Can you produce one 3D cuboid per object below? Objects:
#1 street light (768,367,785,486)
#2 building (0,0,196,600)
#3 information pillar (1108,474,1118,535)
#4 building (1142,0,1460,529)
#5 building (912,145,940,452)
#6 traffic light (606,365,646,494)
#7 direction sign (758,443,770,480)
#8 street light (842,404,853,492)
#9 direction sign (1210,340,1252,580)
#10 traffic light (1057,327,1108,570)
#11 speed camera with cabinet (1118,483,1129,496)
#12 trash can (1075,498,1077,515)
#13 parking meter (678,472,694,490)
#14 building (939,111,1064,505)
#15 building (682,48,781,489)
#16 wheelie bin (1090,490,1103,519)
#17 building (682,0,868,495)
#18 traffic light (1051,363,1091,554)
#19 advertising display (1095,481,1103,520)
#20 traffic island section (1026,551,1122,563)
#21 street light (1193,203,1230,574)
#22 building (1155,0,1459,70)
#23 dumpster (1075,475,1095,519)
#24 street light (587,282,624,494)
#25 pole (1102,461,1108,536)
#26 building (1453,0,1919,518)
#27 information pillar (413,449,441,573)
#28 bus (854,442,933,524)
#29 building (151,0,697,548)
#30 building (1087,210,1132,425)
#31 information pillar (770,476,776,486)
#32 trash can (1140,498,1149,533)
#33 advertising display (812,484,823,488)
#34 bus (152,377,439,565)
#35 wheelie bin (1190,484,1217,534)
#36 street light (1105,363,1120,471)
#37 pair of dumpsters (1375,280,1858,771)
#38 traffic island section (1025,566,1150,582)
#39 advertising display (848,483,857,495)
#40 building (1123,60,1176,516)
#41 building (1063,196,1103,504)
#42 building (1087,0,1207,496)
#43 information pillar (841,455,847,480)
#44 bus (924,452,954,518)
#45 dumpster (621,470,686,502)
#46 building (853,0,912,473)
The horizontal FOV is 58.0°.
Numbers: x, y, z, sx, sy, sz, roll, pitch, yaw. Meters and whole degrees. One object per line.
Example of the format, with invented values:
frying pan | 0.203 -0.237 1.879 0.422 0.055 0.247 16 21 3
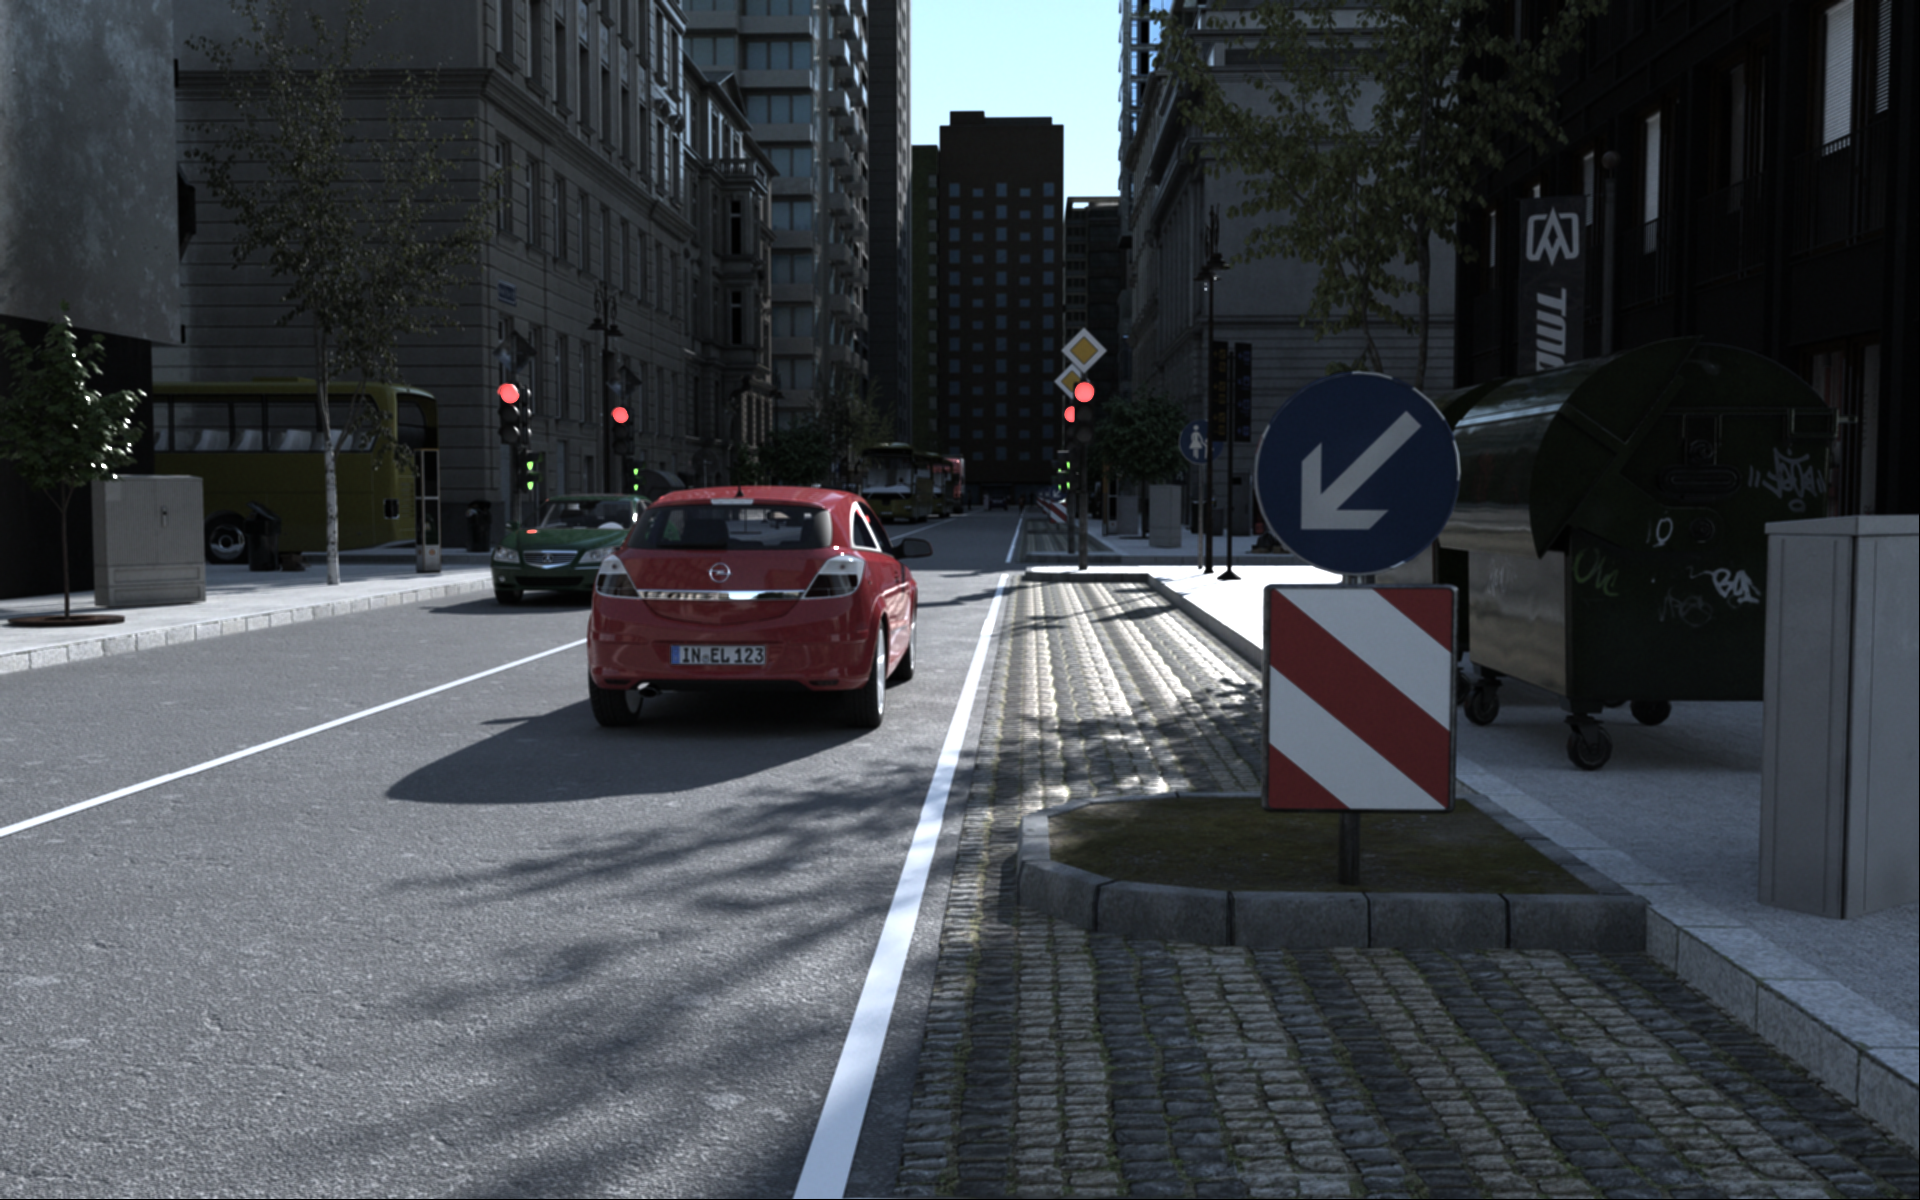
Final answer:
street light | -6.688 -5.531 63.216 0.468 5.910 1.993 0 4 2
building | -20.009 -9.291 19.353 16.811 18.784 16.820 0 4 2
information pillar | 4.774 -3.047 54.308 0.304 2.012 0.304 0 4 -3
building | 15.304 -14.252 74.816 13.314 21.916 24.055 0 4 2
building | -9.133 -31.947 205.923 14.086 41.232 14.154 0 4 2
traffic light | -7.270 -2.977 37.599 0.839 4.253 0.868 0 4 2
direction sign | -8.710 -5.209 77.158 0.379 3.537 0.876 -3 5 -42
street light | -5.757 -7.082 88.571 0.468 5.910 1.993 0 4 2
direction sign | 4.039 -2.072 25.879 0.876 3.537 0.379 -3 5 -40
traffic light | 2.068 -2.467 29.256 0.839 4.253 0.868 0 4 2
speed camera with cabinet | 7.202 -5.199 79.334 0.660 3.252 2.038 1 4 21
trash can | 6.959 -5.472 101.115 0.748 1.137 0.748 0 3 0
parking meter | -7.106 -2.401 44.975 0.399 1.863 0.255 3 4 37
building | 5.013 -33.975 205.607 14.200 45.320 14.600 0 4 2
building | -16.537 -16.108 82.456 14.460 24.649 34.723 0 4 2
wheelie bin | 7.071 -4.943 88.724 0.693 1.594 0.980 2 4 30
building | -18.686 -31.086 127.872 23.786 49.044 30.456 0 4 2
traffic light | 2.384 -2.955 37.235 0.839 4.253 0.868 0 4 2
advertising display | 6.971 -5.002 86.995 0.123 1.923 0.974 -1 4 -13
traffic island section | 2.424 -0.921 37.347 2.009 0.180 2.903 0 4 2
street light | 4.030 -3.369 27.872 0.468 5.910 1.993 0 4 2
building | 27.403 -26.620 127.120 32.217 40.220 23.993 0 4 2
dumpster | 6.632 -5.377 90.411 1.502 2.255 1.985 0 4 2
street light | -7.715 -3.980 37.865 0.468 5.910 1.993 0 4 2
pole | 4.424 -3.598 52.673 0.158 3.312 0.155 0 3 0
building | 13.316 -11.494 17.605 12.332 23.373 15.834 0 4 2
information pillar | -8.665 -1.449 28.182 0.304 2.012 0.304 -3 5 -42
bus | -3.042 -5.757 85.680 2.896 3.916 12.252 0 4 4
building | -16.334 -15.610 52.486 12.463 27.353 25.104 0 4 2
building | 19.959 -24.839 177.816 14.160 30.474 14.107 0 4 2
information pillar | -7.125 -3.781 66.319 0.304 2.012 0.304 0 4 -8
trash can | 6.312 -2.787 57.223 0.748 1.137 0.748 0 3 0
advertising display | -8.816 -6.165 106.017 0.974 1.923 0.123 3 4 36
bus | -16.638 -2.593 33.942 12.252 3.916 2.896 0 4 2
wheelie bin | 7.870 -2.943 56.026 0.980 1.594 0.693 3 4 38
street light | 5.368 -5.389 60.905 0.468 5.910 1.993 0 4 2
pair of dumpsters | 3.412 -0.457 9.963 1.574 2.255 4.437 0 4 2
traffic island section | 2.108 -0.433 29.368 2.009 0.180 2.903 0 4 2
advertising display | -6.403 -5.828 100.502 0.974 1.923 0.123 -3 5 -41
building | 16.232 -18.470 99.240 12.463 27.353 25.104 0 4 2
building | 24.412 -31.874 213.023 23.993 40.220 32.217 0 4 2
building | 22.994 -51.424 153.456 22.319 86.520 31.000 0 4 2
information pillar | -6.869 -6.807 102.641 0.504 3.616 0.183 1 4 11
bus | -1.934 -6.942 105.045 2.896 3.916 12.252 0 4 2
dumpster | -7.461 -2.226 42.147 1.264 1.857 1.865 0 4 2
building | -15.694 -45.049 174.801 20.611 71.187 20.563 0 4 2
